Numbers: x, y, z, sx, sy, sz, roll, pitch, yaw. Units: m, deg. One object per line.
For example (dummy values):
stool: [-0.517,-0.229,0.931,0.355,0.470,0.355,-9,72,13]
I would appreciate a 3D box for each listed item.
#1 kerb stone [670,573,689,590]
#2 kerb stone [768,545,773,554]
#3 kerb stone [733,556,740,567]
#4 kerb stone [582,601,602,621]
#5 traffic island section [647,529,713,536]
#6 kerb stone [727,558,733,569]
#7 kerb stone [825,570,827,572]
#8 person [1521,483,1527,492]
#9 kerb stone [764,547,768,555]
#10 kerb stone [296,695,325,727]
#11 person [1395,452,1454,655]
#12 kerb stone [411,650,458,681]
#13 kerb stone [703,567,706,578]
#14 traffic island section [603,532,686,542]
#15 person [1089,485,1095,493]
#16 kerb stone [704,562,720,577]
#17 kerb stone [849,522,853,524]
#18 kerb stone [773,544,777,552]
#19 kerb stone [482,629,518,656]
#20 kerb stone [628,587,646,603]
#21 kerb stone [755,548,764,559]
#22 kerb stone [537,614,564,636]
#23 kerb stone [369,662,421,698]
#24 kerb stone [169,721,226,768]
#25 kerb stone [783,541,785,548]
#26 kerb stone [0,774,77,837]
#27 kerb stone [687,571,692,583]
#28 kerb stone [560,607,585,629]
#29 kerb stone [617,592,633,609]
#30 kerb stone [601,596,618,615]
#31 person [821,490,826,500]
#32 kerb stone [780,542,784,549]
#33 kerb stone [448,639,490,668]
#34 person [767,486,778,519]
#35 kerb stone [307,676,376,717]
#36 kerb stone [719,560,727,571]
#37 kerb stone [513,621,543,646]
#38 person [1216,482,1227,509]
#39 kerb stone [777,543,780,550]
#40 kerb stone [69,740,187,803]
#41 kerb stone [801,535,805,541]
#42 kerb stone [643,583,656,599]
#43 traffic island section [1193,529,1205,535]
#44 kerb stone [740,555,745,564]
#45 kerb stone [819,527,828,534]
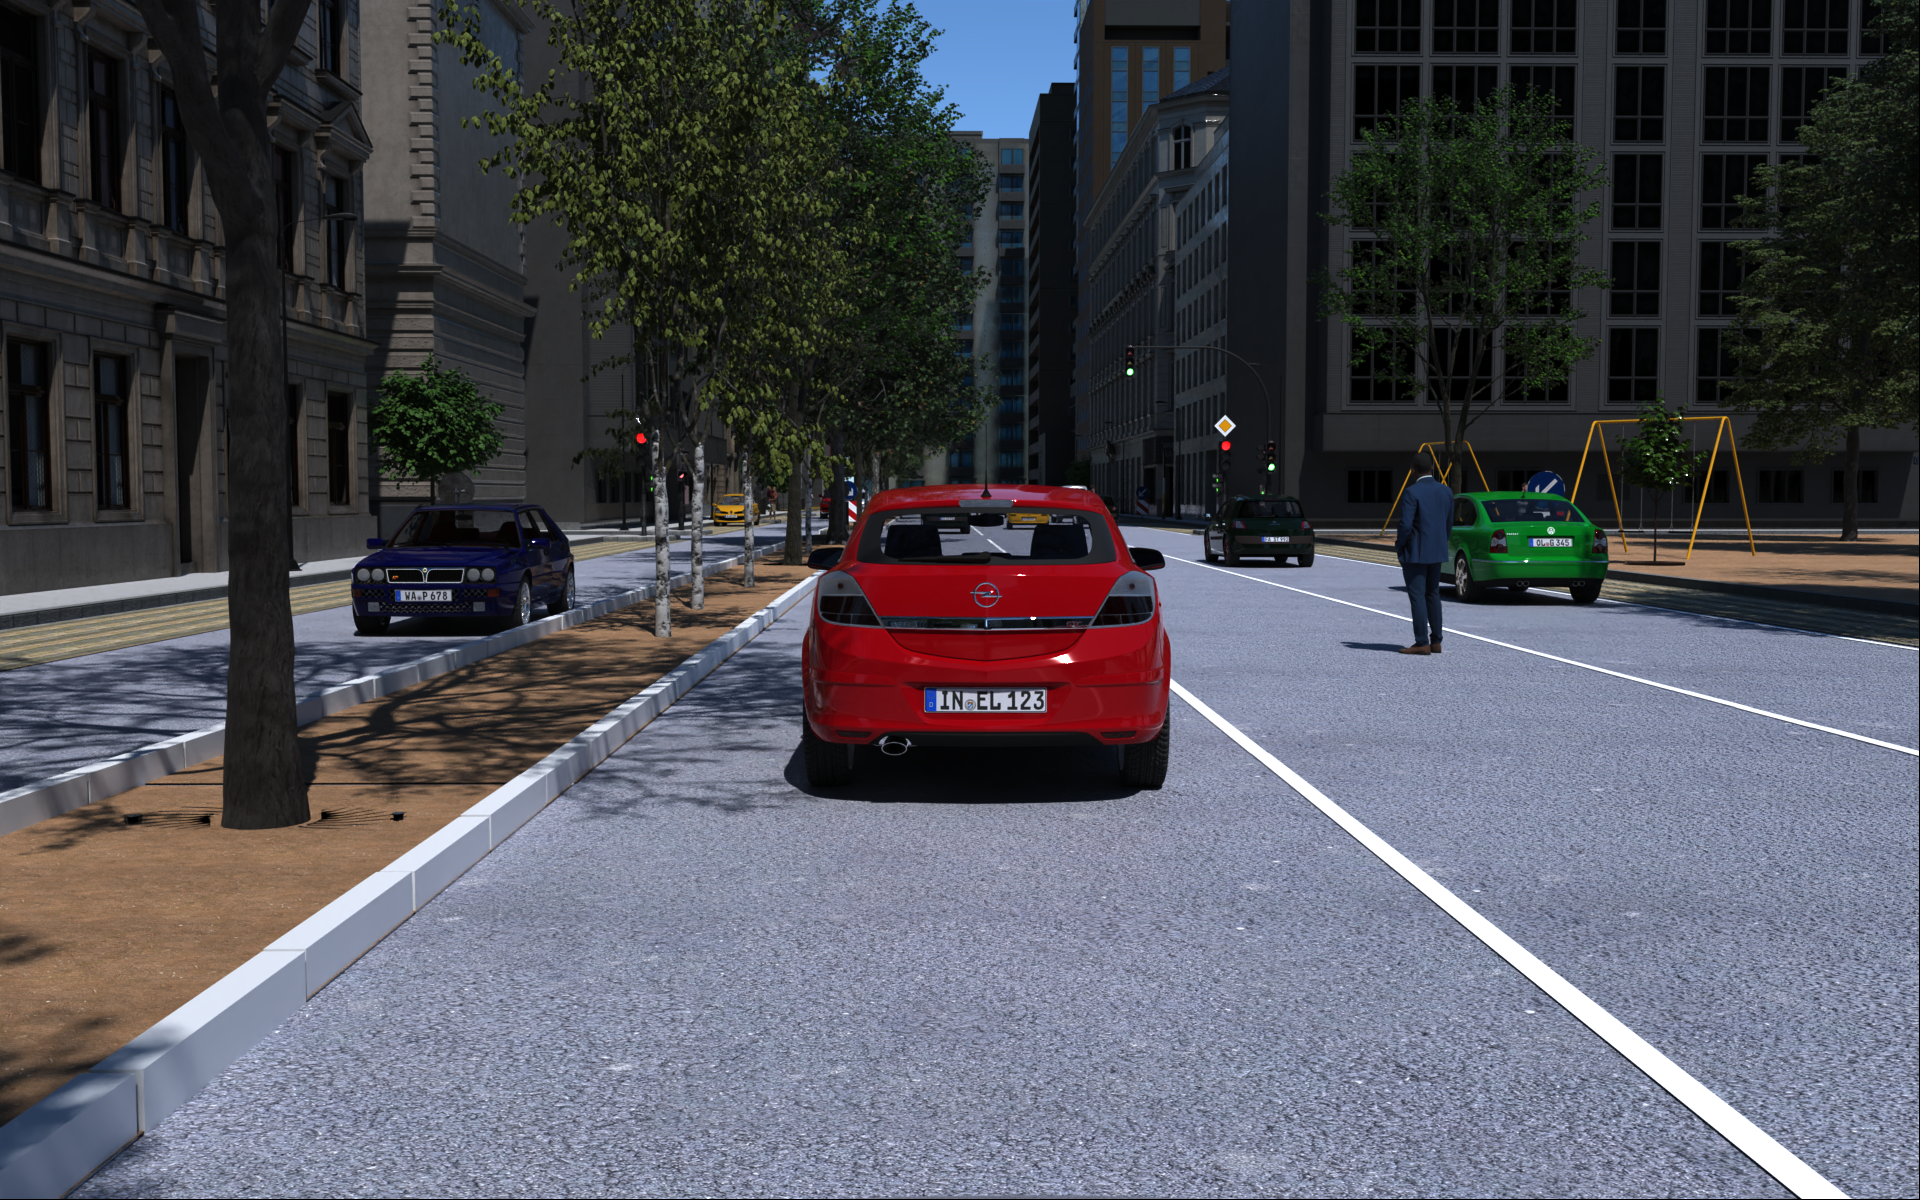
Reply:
kerb stone: [-4.384,-0.285,26.900,0.120,0.150,1.000,0,4,-1]
kerb stone: [-4.626,-1.164,41.234,0.120,0.150,1.000,0,4,-1]
kerb stone: [-4.498,-0.726,34.067,0.120,0.150,1.000,0,4,-1]
kerb stone: [-4.255,0.152,19.717,0.120,0.150,1.000,0,4,-1]
traffic island section: [-9.851,-2.377,61.138,2.009,0.180,2.903,0,4,-1]
kerb stone: [-4.489,-0.660,33.045,0.120,0.150,1.000,0,4,-1]
kerb stone: [-2.318,-0.413,28.947,0.120,0.150,1.000,0,4,-1]
person: [19.010,-3.023,58.121,0.606,1.804,0.583,-3,4,-38]
kerb stone: [-4.615,-1.098,40.212,0.120,0.150,1.000,0,4,-1]
kerb stone: [-4.103,0.722,10.503,0.120,0.150,1.000,0,4,-1]
person: [4.157,-0.415,15.475,0.721,1.800,0.419,-3,4,-37]
kerb stone: [-4.155,0.528,13.573,0.120,0.150,1.000,0,4,-1]
kerb stone: [-4.414,-0.410,28.944,0.120,0.150,1.000,0,4,-1]
traffic island section: [-9.715,-1.888,53.154,2.009,0.180,2.903,0,4,-1]
person: [6.180,-4.403,80.289,0.447,1.846,0.655,1,4,18]
kerb stone: [-4.454,-0.538,30.990,0.120,0.150,1.000,0,4,-1]
kerb stone: [-5.404,-3.959,86.918,0.120,0.150,1.000,0,4,-1]
kerb stone: [-4.643,-1.224,42.257,0.120,0.150,1.000,0,4,-1]
kerb stone: [-4.190,0.402,15.624,0.120,0.150,1.000,0,4,-1]
kerb stone: [-4.310,-0.036,22.794,0.120,0.150,1.000,0,4,-1]
kerb stone: [-4.591,-1.039,39.190,0.120,0.150,1.000,0,4,-1]
kerb stone: [-4.229,0.277,17.667,0.120,0.150,1.000,0,4,-1]
kerb stone: [-4.135,0.593,12.549,0.120,0.150,1.000,0,4,-1]
kerb stone: [-4.086,0.780,9.481,0.120,0.150,1.000,0,4,-1]
kerb stone: [-4.698,-1.415,45.323,0.120,0.150,1.000,0,4,-1]
kerb stone: [-4.049,0.903,7.435,0.120,0.150,1.000,0,4,-1]
kerb stone: [-4.398,-0.350,27.922,0.120,0.150,1.000,0,4,-1]
kerb stone: [-4.239,0.215,18.695,0.120,0.150,1.000,0,4,-1]
kerb stone: [-4.294,0.032,21.765,0.120,0.150,1.000,0,4,-1]
kerb stone: [-4.272,0.092,20.739,0.120,0.150,1.000,0,4,-1]
person: [-8.613,-6.181,110.396,0.563,1.720,0.643,1,4,16]
kerb stone: [-4.677,-1.352,44.301,0.120,0.150,1.000,0,4,-1]
kerb stone: [-4.172,0.465,14.599,0.120,0.150,1.000,0,4,-1]
person: [-9.552,-4.851,87.789,0.580,1.828,0.573,-2,4,-30]
kerb stone: [-4.125,0.653,11.527,0.120,0.150,1.000,0,4,-1]
kerb stone: [-4.469,-0.600,32.023,0.120,0.150,1.000,0,4,-1]
kerb stone: [-4.208,0.339,16.645,0.120,0.150,1.000,0,4,-1]
person: [10.872,-4.024,72.020,0.466,1.800,0.511,-3,4,-36]
kerb stone: [-4.656,-1.290,43.280,0.120,0.150,1.000,0,4,-1]
kerb stone: [-4.067,0.840,8.459,0.120,0.150,1.000,0,4,-1]
kerb stone: [-4.836,-1.915,53.526,0.120,0.150,1.000,0,4,-1]
kerb stone: [-4.332,-0.099,23.818,0.120,0.150,1.000,0,4,-1]
traffic island section: [9.388,-2.396,61.459,2.009,0.180,2.903,0,4,-1]
kerb stone: [-4.524,-0.782,35.089,0.120,0.150,1.000,0,4,-1]
kerb stone: [-5.007,-2.513,63.282,0.120,0.150,1.000,0,4,-1]
